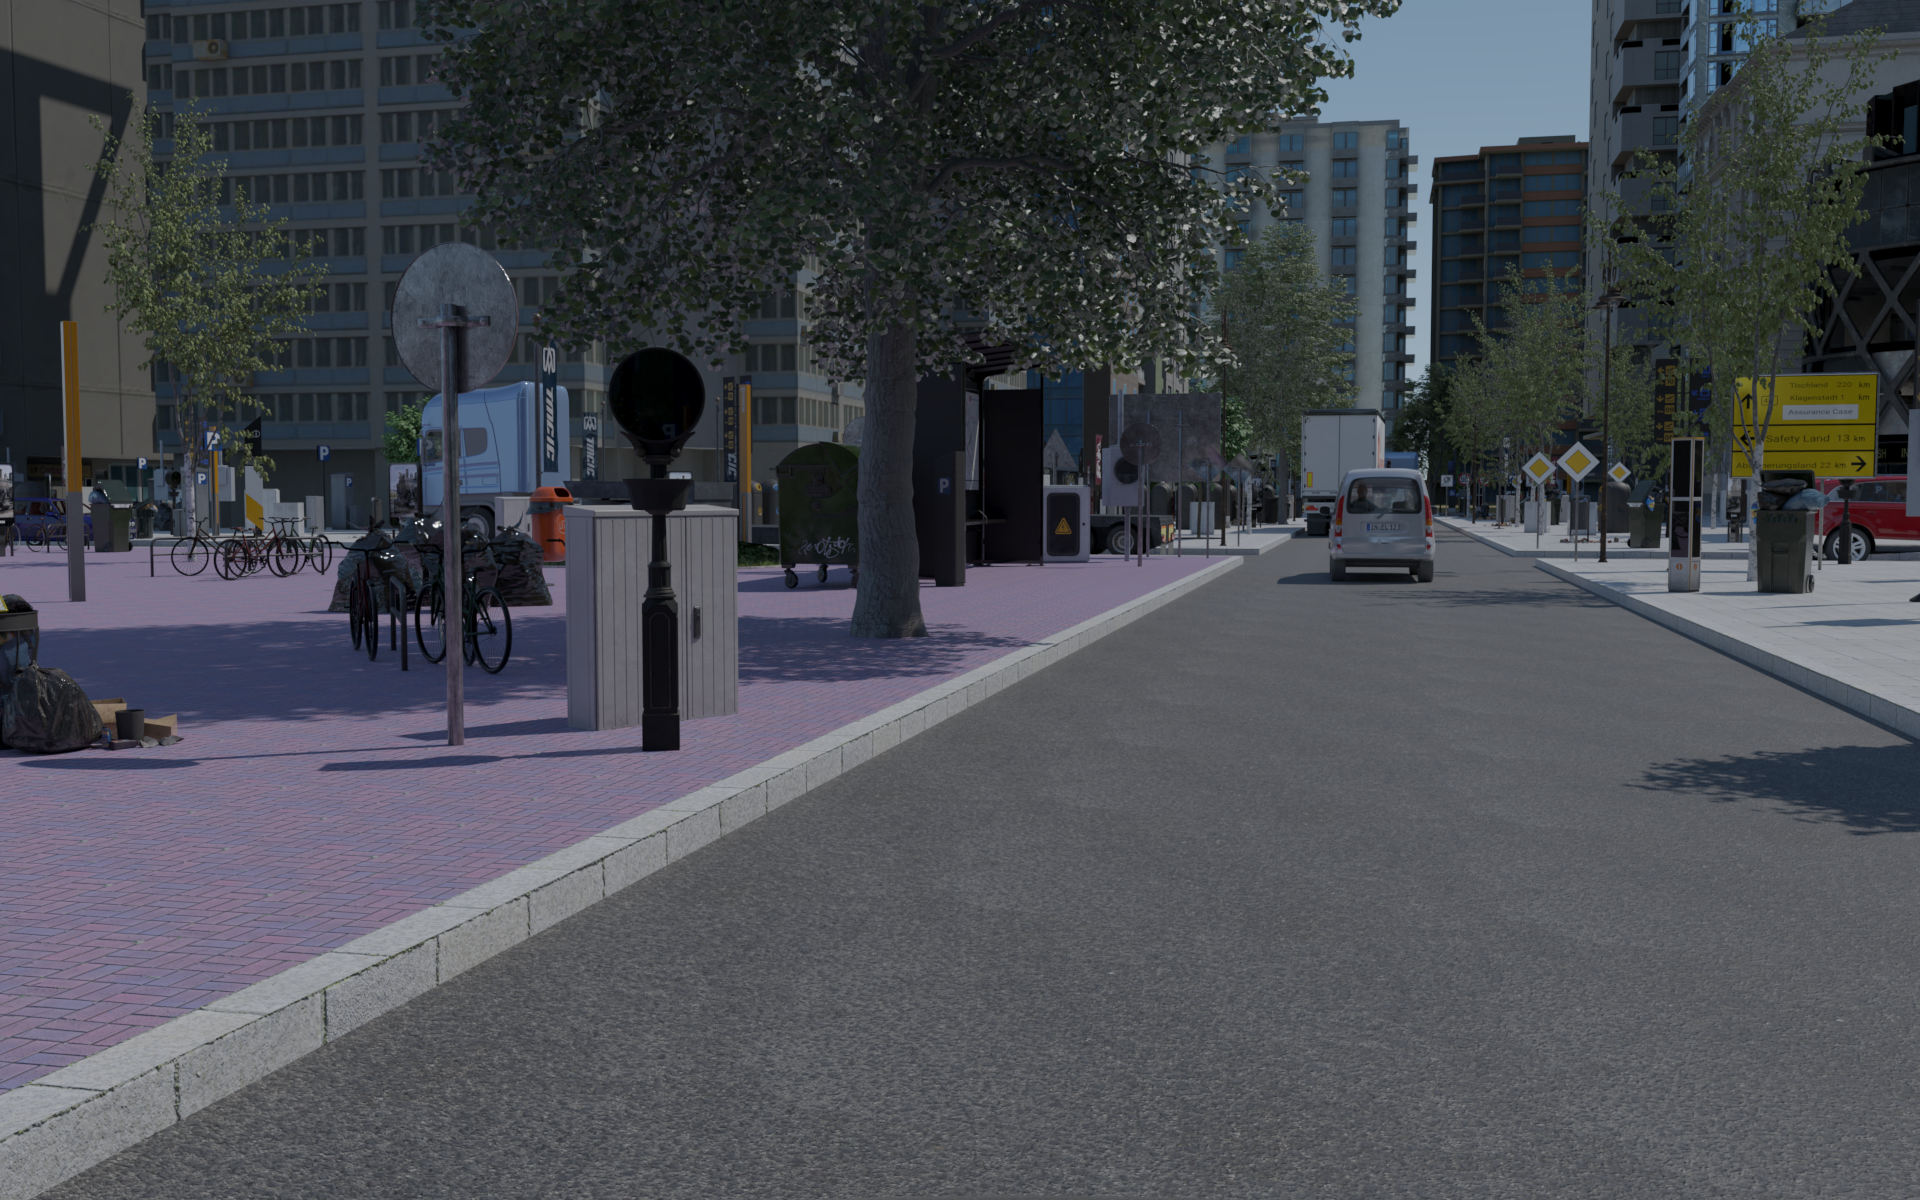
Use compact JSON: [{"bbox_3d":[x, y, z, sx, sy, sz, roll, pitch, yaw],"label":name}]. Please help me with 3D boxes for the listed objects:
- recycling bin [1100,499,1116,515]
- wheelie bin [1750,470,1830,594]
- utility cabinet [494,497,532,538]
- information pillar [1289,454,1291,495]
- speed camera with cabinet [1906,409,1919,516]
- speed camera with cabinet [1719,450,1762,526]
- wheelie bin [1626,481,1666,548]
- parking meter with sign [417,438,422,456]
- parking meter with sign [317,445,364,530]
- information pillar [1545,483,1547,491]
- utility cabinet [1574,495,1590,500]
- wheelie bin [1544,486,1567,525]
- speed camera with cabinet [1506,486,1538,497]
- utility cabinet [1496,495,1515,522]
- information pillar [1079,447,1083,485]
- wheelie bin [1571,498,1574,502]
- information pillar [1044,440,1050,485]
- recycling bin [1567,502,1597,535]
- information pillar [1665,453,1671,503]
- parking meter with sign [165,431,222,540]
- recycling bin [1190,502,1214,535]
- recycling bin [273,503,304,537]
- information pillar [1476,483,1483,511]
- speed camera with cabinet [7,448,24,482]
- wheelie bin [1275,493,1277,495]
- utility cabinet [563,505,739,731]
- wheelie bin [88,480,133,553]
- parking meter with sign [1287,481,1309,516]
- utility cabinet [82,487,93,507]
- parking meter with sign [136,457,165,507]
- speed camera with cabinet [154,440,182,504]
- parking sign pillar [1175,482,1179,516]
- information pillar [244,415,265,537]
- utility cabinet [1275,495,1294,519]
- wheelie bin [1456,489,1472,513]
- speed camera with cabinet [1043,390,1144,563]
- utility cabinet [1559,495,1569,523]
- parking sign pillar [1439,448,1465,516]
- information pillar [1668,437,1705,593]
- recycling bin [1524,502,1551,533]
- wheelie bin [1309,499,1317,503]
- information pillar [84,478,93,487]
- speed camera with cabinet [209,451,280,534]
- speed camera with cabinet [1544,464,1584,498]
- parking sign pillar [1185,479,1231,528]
[{"bbox_3d":[7.275,-4.422,84.857,0.722,1.027,0.722,1,4,15],"label":"recycling bin"},{"bbox_3d":[10.752,-0.893,22.502,0.980,1.594,0.693,3,4,36],"label":"wheelie bin"},{"bbox_3d":[-9.678,-1.636,37.905,0.306,1.237,1.020,2,4,35],"label":"utility cabinet"},{"bbox_3d":[18.601,-6.502,97.666,0.183,3.616,0.504,1,4,14],"label":"information pillar"},{"bbox_3d":[10.517,-1.392,17.091,0.660,3.252,2.038,-2,4,-32],"label":"speed camera with cabinet"},{"bbox_3d":[31.402,-4.577,69.175,2.038,3.252,0.660,-2,4,-24],"label":"speed camera with cabinet"},{"bbox_3d":[16.298,-2.034,41.163,0.693,1.594,0.980,-1,4,-13],"label":"wheelie bin"},{"bbox_3d":[-16.561,-3.496,53.427,0.543,3.016,1.738,-1,4,-10],"label":"parking meter with sign"},{"bbox_3d":[-22.121,-4.019,61.966,1.738,3.016,0.543,2,4,24],"label":"parking meter with sign"},{"bbox_3d":[30.750,-5.257,90.440,0.304,2.012,0.304,0,4,4],"label":"information pillar"},{"bbox_3d":[32.884,-4.916,91.531,1.020,1.237,0.306,-2,4,-34],"label":"utility cabinet"},{"bbox_3d":[24.484,-3.897,71.629,0.980,1.594,0.693,-3,5,-44],"label":"wheelie bin"},{"bbox_3d":[33.142,-6.571,101.776,2.038,3.252,0.660,2,4,34],"label":"speed camera with cabinet"},{"bbox_3d":[24.754,-4.123,78.580,0.306,1.237,1.020,-1,4,-17],"label":"utility cabinet"},{"bbox_3d":[6.088,-5.866,87.262,0.183,3.616,0.504,-1,4,-14],"label":"information pillar"},{"bbox_3d":[35.516,-5.676,100.703,0.980,1.594,0.693,3,5,41],"label":"wheelie bin"},{"bbox_3d":[3.671,-5.060,74.086,0.183,3.616,0.504,2,4,35],"label":"information pillar"},{"bbox_3d":[19.392,-2.535,53.994,0.722,1.027,0.722,0,4,4],"label":"recycling bin"},{"bbox_3d":[36.004,-5.913,88.039,0.183,3.616,0.504,0,4,3],"label":"information pillar"},{"bbox_3d":[-21.430,-3.197,48.525,1.738,3.016,0.543,2,4,32],"label":"parking meter with sign"},{"bbox_3d":[7.717,-2.610,55.222,0.722,1.027,0.722,0,4,3],"label":"recycling bin"},{"bbox_3d":[-19.726,-2.345,50.899,0.722,1.027,0.722,-1,4,-9],"label":"recycling bin"},{"bbox_3d":[33.212,-6.500,110.761,0.304,2.012,0.304,-2,4,-24],"label":"information pillar"},{"bbox_3d":[-39.764,-4.839,73.455,2.038,3.252,0.660,2,4,33],"label":"speed camera with cabinet"},{"bbox_3d":[19.443,-6.117,107.923,0.693,1.594,0.980,0,4,-1],"label":"wheelie bin"},{"bbox_3d":[-1.722,0.084,9.791,0.306,1.237,1.020,3,5,42],"label":"utility cabinet"},{"bbox_3d":[-18.772,-1.854,38.226,0.693,1.594,0.980,1,4,20],"label":"wheelie bin"},{"bbox_3d":[19.068,-6.279,98.928,1.738,3.016,0.543,2,4,24],"label":"parking meter with sign"},{"bbox_3d":[-27.363,-2.805,54.539,0.318,1.500,1.173,2,4,27],"label":"utility cabinet"},{"bbox_3d":[-38.176,-5.259,82.247,1.738,3.016,0.543,1,4,19],"label":"parking meter with sign"},{"bbox_3d":[-28.704,-4.248,63.788,2.038,3.252,0.660,1,4,22],"label":"speed camera with cabinet"},{"bbox_3d":[13.256,-6.929,101.762,1.447,3.967,1.447,-1,4,-16],"label":"parking sign pillar"},{"bbox_3d":[-20.967,-3.676,51.459,0.504,3.616,0.183,-2,4,-30],"label":"information pillar"},{"bbox_3d":[17.030,-4.887,91.063,1.020,1.237,0.306,2,4,28],"label":"utility cabinet"},{"bbox_3d":[31.440,-6.135,108.209,0.980,1.594,0.693,0,4,2],"label":"wheelie bin"},{"bbox_3d":[2.412,-2.337,32.553,2.038,3.252,0.660,-1,4,-13],"label":"speed camera with cabinet"},{"bbox_3d":[26.968,-4.104,78.267,1.020,1.237,0.306,1,4,12],"label":"utility cabinet"},{"bbox_3d":[28.846,-6.912,101.480,1.447,3.967,1.447,1,4,15],"label":"parking sign pillar"},{"bbox_3d":[9.477,-1.108,22.613,0.304,2.012,0.304,-3,5,-42],"label":"information pillar"},{"bbox_3d":[19.218,-2.757,57.632,0.722,1.027,0.722,2,4,29],"label":"recycling bin"},{"bbox_3d":[22.832,-6.379,112.199,0.693,1.594,0.980,1,4,16],"label":"wheelie bin"},{"bbox_3d":[-40.069,-4.597,79.652,0.304,2.012,0.304,-3,5,-39],"label":"information pillar"},{"bbox_3d":[-23.275,-3.793,56.351,2.038,3.252,0.660,-1,4,-11],"label":"speed camera with cabinet"},{"bbox_3d":[32.914,-6.103,94.125,2.038,3.252,0.660,-1,4,-22],"label":"speed camera with cabinet"},{"bbox_3d":[9.460,-4.682,65.022,1.447,3.967,1.447,2,4,25],"label":"parking sign pillar"}]
